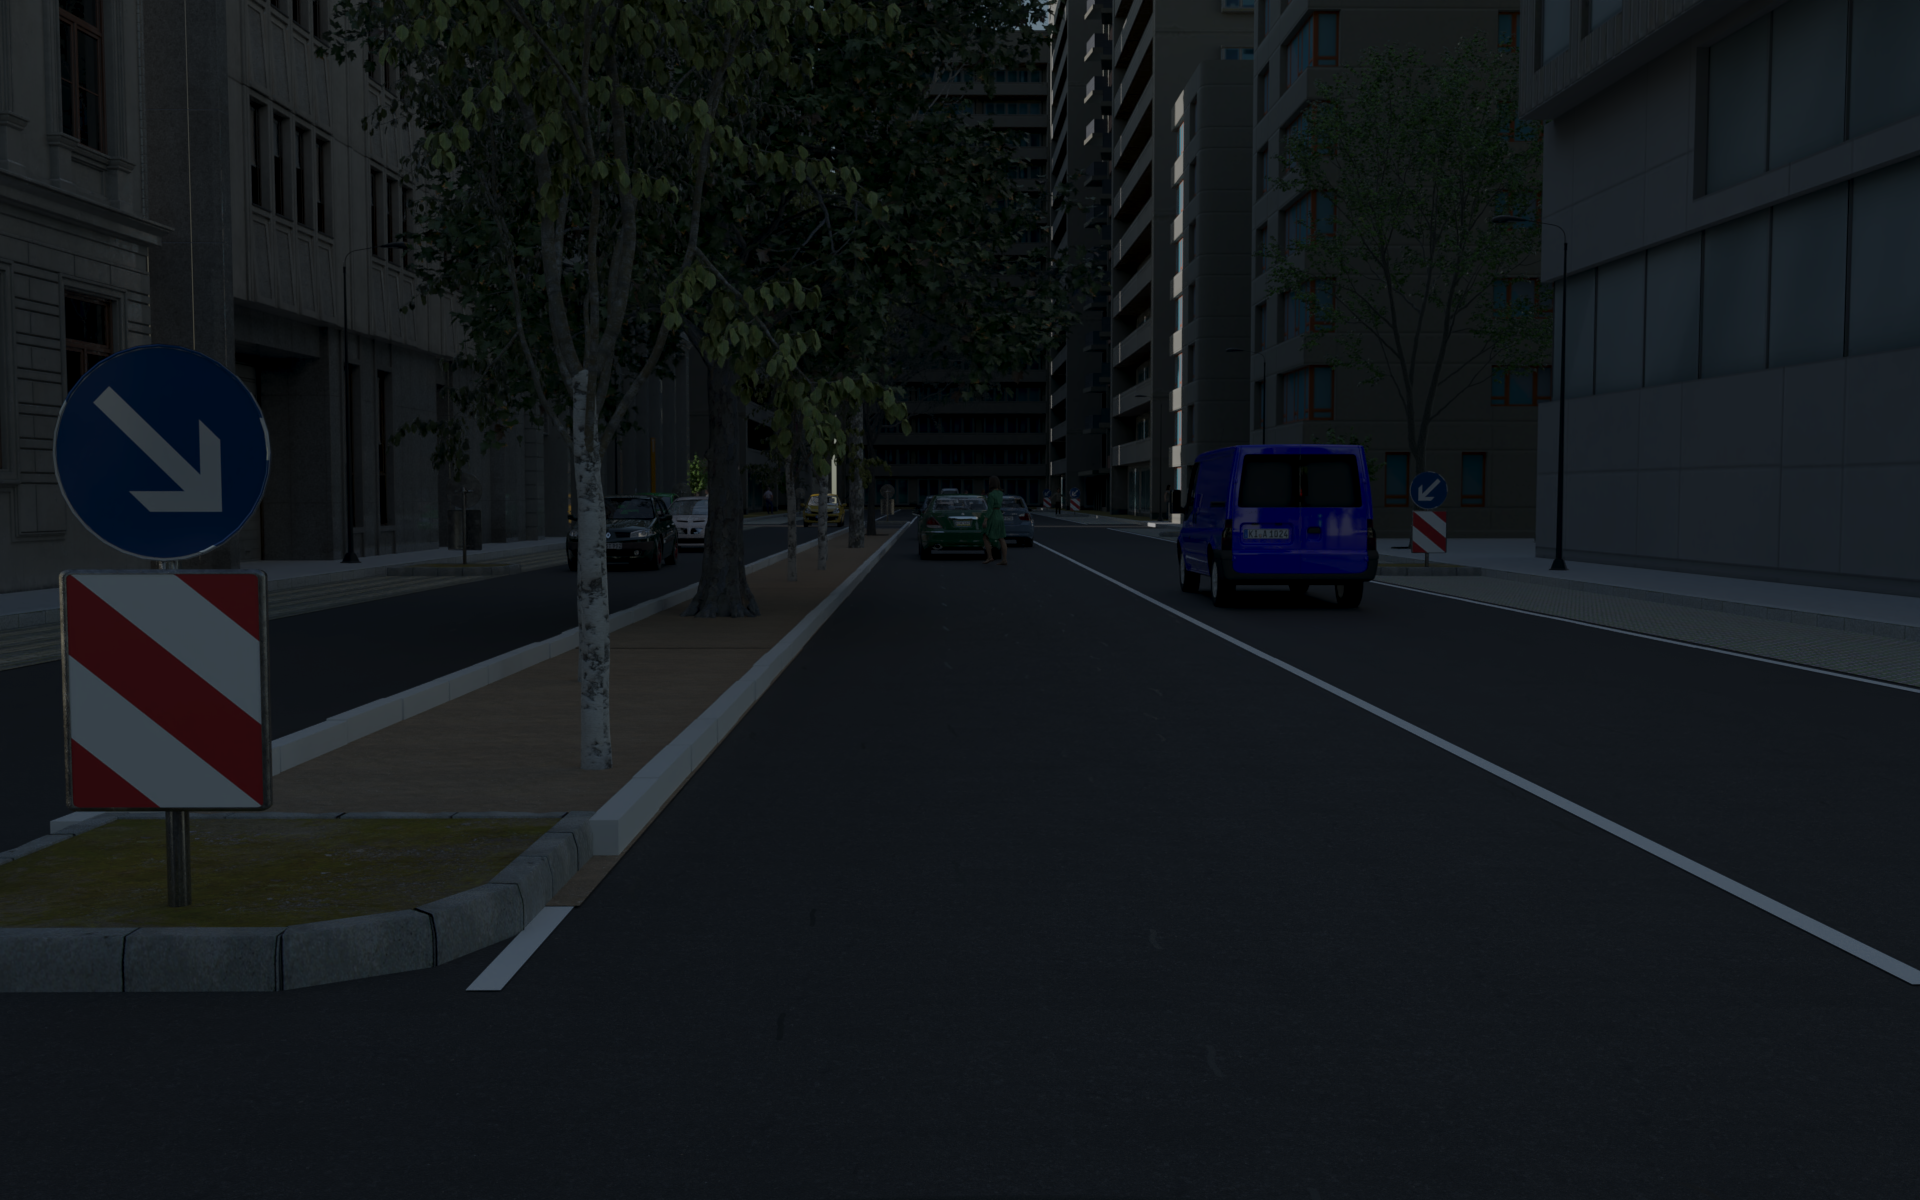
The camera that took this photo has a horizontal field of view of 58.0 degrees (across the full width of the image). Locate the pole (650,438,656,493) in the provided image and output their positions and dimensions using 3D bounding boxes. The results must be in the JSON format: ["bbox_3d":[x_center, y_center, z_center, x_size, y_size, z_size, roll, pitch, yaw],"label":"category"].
[{"bbox_3d":[-11.116,-4.215,62.752,0.158,3.312,0.155,0,3,0],"label":"pole"}]

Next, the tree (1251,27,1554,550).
[{"bbox_3d":[10.622,-6.984,39.943,9.928,11.665,9.643,0,3,0],"label":"tree"}]

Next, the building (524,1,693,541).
[{"bbox_3d":[-17.197,-17.366,61.428,11.434,29.767,29.804,0,4,-1],"label":"building"}]

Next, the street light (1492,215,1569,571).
[{"bbox_3d":[9.562,-3.455,29.039,1.470,5.913,1.316,0,4,-1],"label":"street light"}]

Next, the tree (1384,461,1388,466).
[{"bbox_3d":[11.079,-3.326,48.979,1.663,3.219,1.824,0,3,0],"label":"tree"}]

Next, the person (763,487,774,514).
[{"bbox_3d":[-12.268,-6.386,111.398,0.756,1.711,0.436,3,5,39],"label":"person"}]

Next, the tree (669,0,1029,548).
[{"bbox_3d":[-3.969,-11.483,46.091,12.611,20.169,13.585,0,3,0],"label":"tree"}]

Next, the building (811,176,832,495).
[{"bbox_3d":[-19.984,-29.806,170.915,14.086,41.232,14.154,0,4,-1],"label":"building"}]

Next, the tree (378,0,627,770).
[{"bbox_3d":[-1.848,-3.406,8.512,4.737,8.622,4.395,0,3,0],"label":"tree"}]

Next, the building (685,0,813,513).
[{"bbox_3d":[-23.824,-31.943,145.976,21.600,48.544,21.300,0,4,-1],"label":"building"}]

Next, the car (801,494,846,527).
[{"bbox_3d":[-6.013,-4.064,76.674,2.015,1.641,3.980,0,4,-1],"label":"car"}]

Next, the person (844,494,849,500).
[{"bbox_3d":[-9.643,-8.850,153.227,1.348,1.821,0.705,-2,4,-34],"label":"person"}]

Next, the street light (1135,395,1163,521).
[{"bbox_3d":[8.864,-6.639,81.096,1.470,5.913,1.316,0,4,-1],"label":"street light"}]

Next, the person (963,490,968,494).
[{"bbox_3d":[0.377,-4.952,90.935,0.593,1.643,0.415,-1,4,-22],"label":"person"}]

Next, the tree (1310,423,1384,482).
[{"bbox_3d":[9.960,-3.157,46.212,1.663,3.219,1.824,0,3,0],"label":"tree"}]

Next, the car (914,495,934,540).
[{"bbox_3d":[-0.456,-2.637,55.111,2.014,1.417,4.499,0,3,0],"label":"car"}]

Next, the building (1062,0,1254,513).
[{"bbox_3d":[18.942,-31.963,146.300,21.300,48.544,21.600,0,4,-1],"label":"building"}]

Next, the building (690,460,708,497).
[{"bbox_3d":[-28.746,-24.510,92.615,32.217,40.220,23.993,0,4,-1],"label":"building"}]

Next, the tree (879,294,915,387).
[{"bbox_3d":[-2.612,-4.874,32.510,4.360,8.622,3.978,0,3,0],"label":"tree"}]

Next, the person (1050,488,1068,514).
[{"bbox_3d":[6.533,-6.512,114.977,1.348,1.823,0.705,-1,4,-20],"label":"person"}]

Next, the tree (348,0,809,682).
[{"bbox_3d":[-2.841,-3.689,13.139,4.360,8.622,3.978,0,3,0],"label":"tree"}]

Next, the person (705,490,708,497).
[{"bbox_3d":[-11.765,-4.433,81.112,0.503,1.515,0.523,2,4,26],"label":"person"}]

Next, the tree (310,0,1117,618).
[{"bbox_3d":[-2.779,-6.156,20.121,9.611,12.733,9.660,0,3,0],"label":"tree"}]

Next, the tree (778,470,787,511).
[{"bbox_3d":[-13.600,-8.611,135.392,1.663,3.219,1.824,0,3,0],"label":"tree"}]

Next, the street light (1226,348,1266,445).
[{"bbox_3d":[9.157,-5.060,55.277,1.470,5.913,1.316,0,4,-1],"label":"street light"}]

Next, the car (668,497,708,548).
[{"bbox_3d":[-6.680,-1.963,44.453,2.083,1.381,4.827,0,4,-2],"label":"car"}]

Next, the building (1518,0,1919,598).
[{"bbox_3d":[24.112,-26.338,19.863,27.495,52.752,28.713,0,4,-1],"label":"building"}]

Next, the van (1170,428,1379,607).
[{"bbox_3d":[4.167,-1.178,23.647,2.240,2.365,5.245,0,4,0],"label":"van"}]

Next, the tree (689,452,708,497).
[{"bbox_3d":[-12.078,-5.141,78.654,1.663,3.219,1.824,0,3,0],"label":"tree"}]

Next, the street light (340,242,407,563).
[{"bbox_3d":[-10.798,-3.640,32.060,1.470,5.913,1.316,0,4,-1],"label":"street light"}]

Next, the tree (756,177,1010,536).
[{"bbox_3d":[-3.019,-8.943,59.039,12.009,13.543,11.850,0,3,0],"label":"tree"}]

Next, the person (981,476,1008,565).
[{"bbox_3d":[0.701,-1.600,34.904,0.529,1.795,0.600,1,4,23],"label":"person"}]

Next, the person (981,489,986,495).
[{"bbox_3d":[1.591,-6.278,111.868,1.217,1.743,0.721,-2,4,-35],"label":"person"}]

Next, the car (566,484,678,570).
[{"bbox_3d":[-6.553,-1.470,33.820,2.009,1.686,4.222,0,4,-2],"label":"car"}]

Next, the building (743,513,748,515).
[{"bbox_3d":[-23.887,-30.060,115.180,21.300,48.544,21.600,0,4,-1],"label":"building"}]

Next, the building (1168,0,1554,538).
[{"bbox_3d":[23.498,-13.388,63.932,27.650,21.520,28.899,0,4,-1],"label":"building"}]

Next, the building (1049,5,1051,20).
[{"bbox_3d":[19.655,-44.971,173.522,20.611,71.187,20.563,0,4,-1],"label":"building"}]

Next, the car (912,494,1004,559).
[{"bbox_3d":[-0.025,-1.690,39.436,2.131,1.459,4.920,0,4,-2],"label":"car"}]

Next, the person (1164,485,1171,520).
[{"bbox_3d":[10.279,-4.761,84.611,0.721,1.735,1.217,2,4,33],"label":"person"}]

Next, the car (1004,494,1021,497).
[{"bbox_3d":[3.632,-6.980,123.902,2.009,1.686,4.222,0,4,-2],"label":"car"}]

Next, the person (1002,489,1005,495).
[{"bbox_3d":[3.327,-7.655,133.738,0.705,1.814,1.350,-2,4,-34],"label":"person"}]

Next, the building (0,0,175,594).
[{"bbox_3d":[-17.180,-10.998,15.978,11.583,22.565,21.152,0,4,-1],"label":"building"}]

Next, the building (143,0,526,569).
[{"bbox_3d":[-17.778,-13.378,36.748,12.078,24.808,19.932,0,4,-1],"label":"building"}]

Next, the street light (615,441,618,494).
[{"bbox_3d":[-11.074,-5.255,58.462,1.470,5.913,1.316,0,4,-1],"label":"street light"}]

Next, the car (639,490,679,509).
[{"bbox_3d":[-9.433,-2.723,53.320,1.959,1.807,4.718,0,4,-1],"label":"car"}]

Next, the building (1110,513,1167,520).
[{"bbox_3d":[20.071,-28.851,95.417,21.300,48.544,21.600,0,4,-1],"label":"building"}]

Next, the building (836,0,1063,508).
[{"bbox_3d":[-1.488,-33.734,175.244,21.600,48.544,21.300,0,4,-1],"label":"building"}]

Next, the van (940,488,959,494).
[{"bbox_3d":[-0.783,-7.628,131.725,2.013,2.044,4.112,0,4,-1],"label":"van"}]

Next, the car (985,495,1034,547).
[{"bbox_3d":[1.067,-2.219,48.276,2.014,1.417,4.499,0,4,-3],"label":"car"}]

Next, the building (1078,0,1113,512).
[{"bbox_3d":[20.209,-28.539,121.243,22.147,44.769,28.867,0,4,-1],"label":"building"}]
